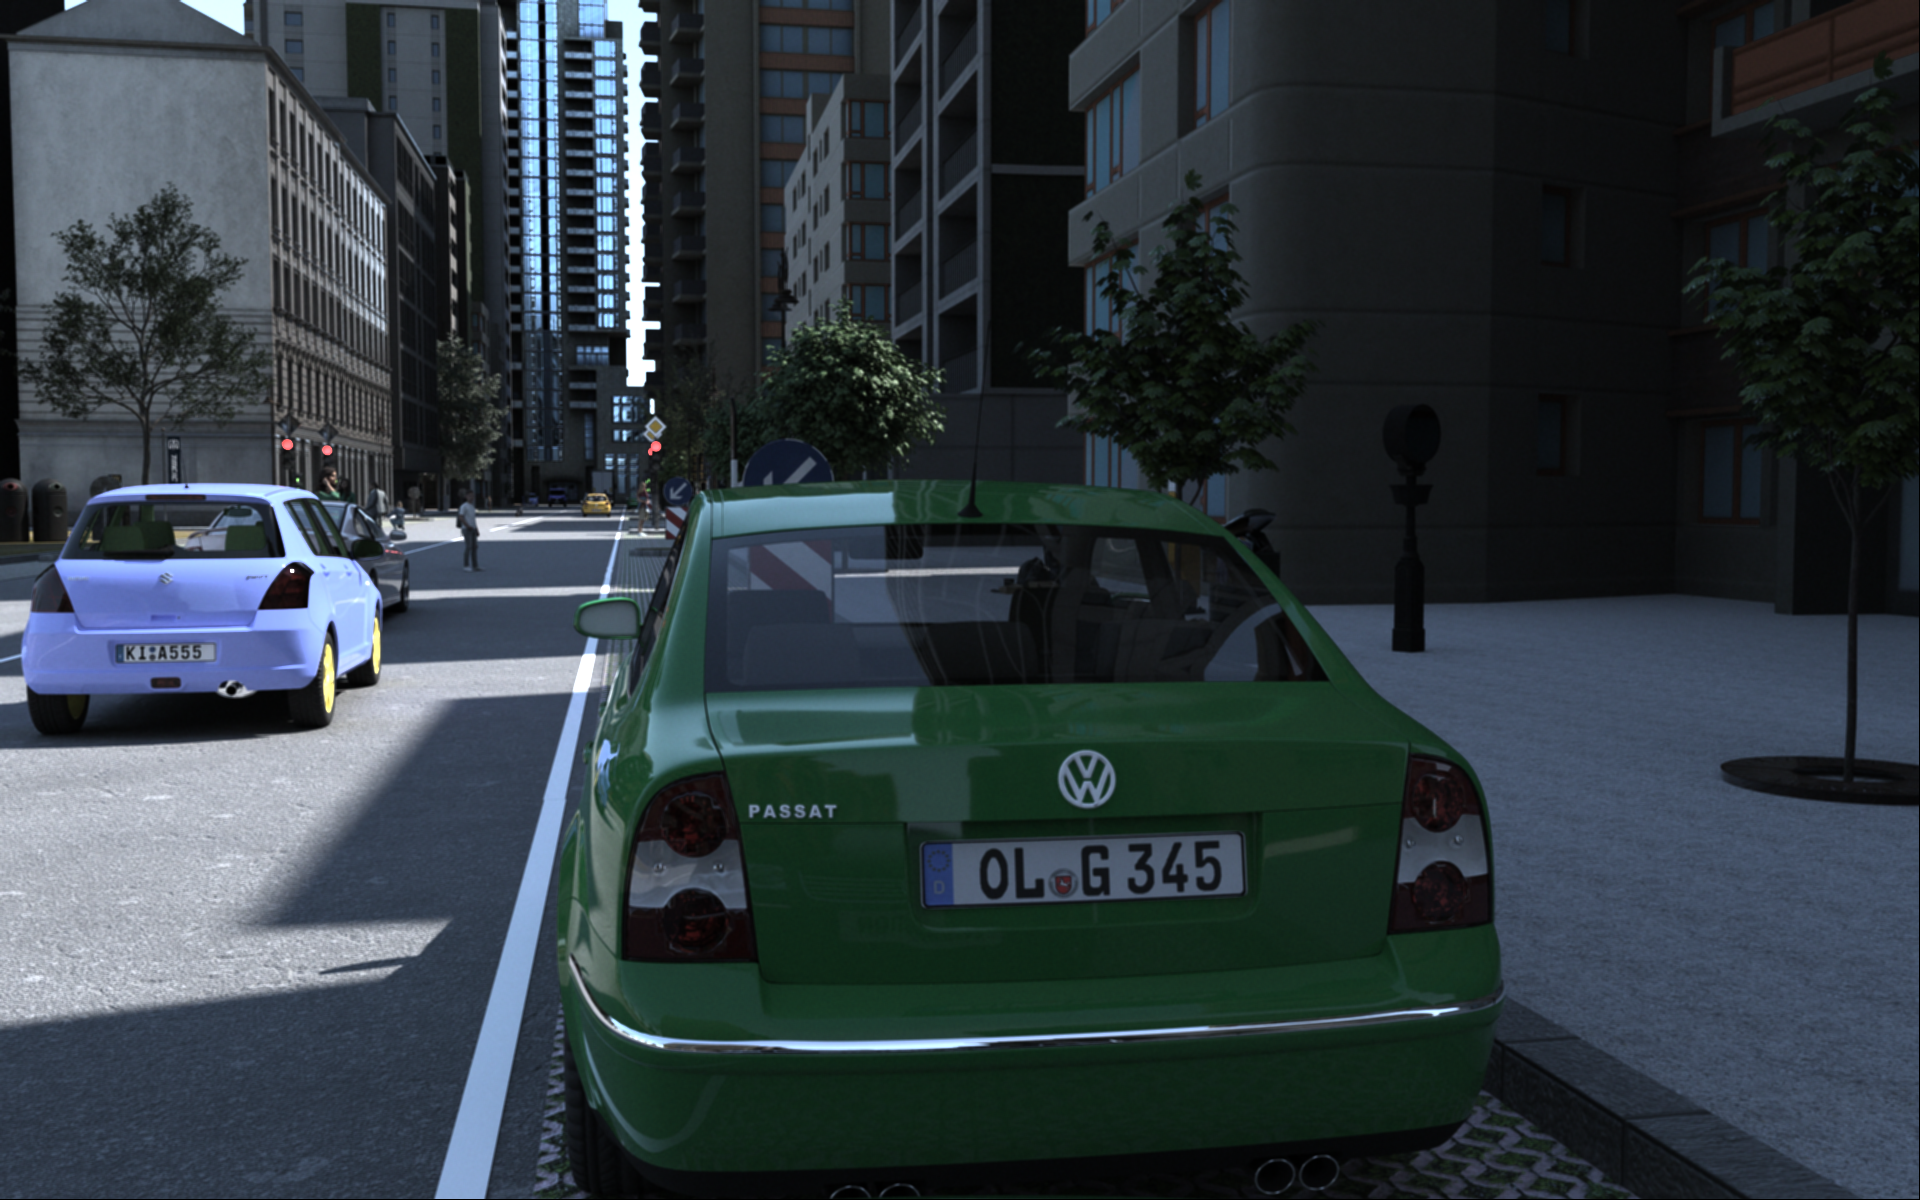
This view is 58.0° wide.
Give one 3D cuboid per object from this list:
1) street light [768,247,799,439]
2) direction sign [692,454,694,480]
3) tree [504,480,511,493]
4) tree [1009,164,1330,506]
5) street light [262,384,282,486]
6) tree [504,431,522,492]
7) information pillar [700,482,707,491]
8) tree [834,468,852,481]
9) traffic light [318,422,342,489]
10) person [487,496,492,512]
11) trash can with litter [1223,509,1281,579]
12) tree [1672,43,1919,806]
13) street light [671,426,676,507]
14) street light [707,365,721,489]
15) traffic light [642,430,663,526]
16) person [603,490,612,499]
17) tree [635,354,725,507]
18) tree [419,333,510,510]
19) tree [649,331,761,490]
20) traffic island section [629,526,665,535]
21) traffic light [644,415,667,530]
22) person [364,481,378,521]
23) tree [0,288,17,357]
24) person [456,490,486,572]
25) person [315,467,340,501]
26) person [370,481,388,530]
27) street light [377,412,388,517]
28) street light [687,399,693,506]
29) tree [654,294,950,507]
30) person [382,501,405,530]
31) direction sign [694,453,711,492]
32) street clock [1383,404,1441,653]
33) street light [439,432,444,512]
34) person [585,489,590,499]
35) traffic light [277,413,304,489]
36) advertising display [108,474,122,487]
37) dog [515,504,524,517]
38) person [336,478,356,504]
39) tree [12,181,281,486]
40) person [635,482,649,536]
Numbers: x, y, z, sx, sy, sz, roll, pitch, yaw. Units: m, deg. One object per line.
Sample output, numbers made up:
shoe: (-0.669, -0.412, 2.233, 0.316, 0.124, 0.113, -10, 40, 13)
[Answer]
street light: (-3.323, -3.661, 32.642, 0.468, 5.910, 1.993, -1, 4, -11)
direction sign: (-14.929, -6.535, 98.846, 0.876, 3.537, 0.379, 2, 4, 25)
tree: (-51.251, -12.227, 194.508, 1.663, 3.219, 1.824, 0, 3, 0)
tree: (1.408, -0.954, 10.206, 1.663, 3.219, 1.824, 0, 3, 0)
street light: (-26.901, -5.813, 67.824, 0.468, 5.910, 1.993, -1, 4, -11)
tree: (-49.635, -14.523, 187.815, 4.360, 8.622, 3.978, 0, 3, 0)
information pillar: (-15.148, -5.980, 102.266, 0.304, 2.012, 0.304, 1, 4, 10)
tree: (-3.294, -2.887, 41.796, 1.663, 3.219, 1.824, 0, 3, 0)
traffic light: (-24.599, -4.811, 67.580, 0.839, 4.253, 0.868, -1, 4, -11)
person: (-38.599, -7.879, 141.998, 0.373, 1.253, 0.362, -2, 4, -24)
trash can with litter: (1.939, -0.120, 13.346, 0.624, 1.170, 1.055, -3, 5, -44)
tree: (4.046, -0.788, 7.491, 1.663, 3.219, 1.824, 0, 3, 0)
street light: (-18.875, -8.664, 114.443, 0.468, 5.910, 1.993, -1, 4, -11)
street light: (-8.794, -5.456, 61.994, 0.468, 5.910, 1.993, -1, 4, -11)
traffic light: (-12.412, -4.954, 69.922, 0.839, 4.253, 0.868, -1, 4, -11)
person: (-37.066, -10.575, 181.035, 1.348, 1.869, 0.705, -1, 4, -15)
tree: (-14.457, -8.558, 90.283, 4.737, 8.622, 4.395, 0, 3, 0)
tree: (-40.566, -14.000, 135.558, 9.857, 13.997, 8.962, 0, 3, 0)
tree: (-11.134, -7.799, 77.870, 4.360, 8.622, 3.978, 0, 3, 0)
traffic island section: (-10.868, -2.442, 62.201, 2.009, 0.180, 2.903, -1, 4, -11)
traffic light: (-10.909, -4.475, 62.079, 0.839, 4.253, 0.868, -1, 4, -11)
person: (-16.026, -2.333, 46.921, 0.573, 1.790, 0.520, -2, 4, -29)
tree: (-23.991, -5.462, 39.671, 4.360, 8.622, 3.978, 0, 3, 0)
person: (-9.079, -1.286, 32.128, 0.523, 1.515, 0.503, -1, 4, -15)
person: (-8.535, -0.896, 23.398, 0.529, 1.795, 0.600, 0, 4, -1)
person: (-17.304, -2.620, 51.438, 0.391, 1.810, 0.635, 1, 4, 18)
street light: (-32.477, -7.623, 97.422, 0.468, 5.910, 1.993, -1, 4, -11)
street light: (-13.198, -6.841, 84.636, 0.468, 5.910, 1.993, -1, 4, -11)
tree: (-1.974, -2.734, 28.413, 4.285, 4.588, 4.351, 0, 3, 0)
person: (-22.480, -3.359, 68.926, 1.012, 1.151, 0.738, -3, 5, -40)
direction sign: (-14.272, -6.414, 96.860, 0.379, 3.537, 0.876, 3, 4, 38)
street clock: (3.661, -0.582, 14.079, 0.471, 2.002, 0.358, -3, 4, -39)
street light: (-38.001, -9.418, 126.764, 0.468, 5.910, 1.993, -1, 4, -11)
person: (-27.384, -7.240, 127.138, 0.793, 1.790, 0.793, 2, 4, 32)
traffic light: (-23.097, -4.331, 59.737, 0.839, 4.253, 0.868, -1, 4, -11)
advertising display: (-27.973, -3.190, 57.366, 0.123, 1.923, 0.974, -1, 4, -8)
dog: (-27.665, -5.594, 108.297, 0.800, 0.831, 0.513, 0, 4, -8)
person: (-14.163, -1.907, 39.934, 0.600, 1.795, 0.529, -1, 4, -15)
tree: (-23.762, -7.127, 50.933, 7.601, 10.594, 8.767, -3, 5, -40)
person: (-10.858, -3.104, 59.231, 0.573, 1.828, 0.580, -2, 4, -35)
